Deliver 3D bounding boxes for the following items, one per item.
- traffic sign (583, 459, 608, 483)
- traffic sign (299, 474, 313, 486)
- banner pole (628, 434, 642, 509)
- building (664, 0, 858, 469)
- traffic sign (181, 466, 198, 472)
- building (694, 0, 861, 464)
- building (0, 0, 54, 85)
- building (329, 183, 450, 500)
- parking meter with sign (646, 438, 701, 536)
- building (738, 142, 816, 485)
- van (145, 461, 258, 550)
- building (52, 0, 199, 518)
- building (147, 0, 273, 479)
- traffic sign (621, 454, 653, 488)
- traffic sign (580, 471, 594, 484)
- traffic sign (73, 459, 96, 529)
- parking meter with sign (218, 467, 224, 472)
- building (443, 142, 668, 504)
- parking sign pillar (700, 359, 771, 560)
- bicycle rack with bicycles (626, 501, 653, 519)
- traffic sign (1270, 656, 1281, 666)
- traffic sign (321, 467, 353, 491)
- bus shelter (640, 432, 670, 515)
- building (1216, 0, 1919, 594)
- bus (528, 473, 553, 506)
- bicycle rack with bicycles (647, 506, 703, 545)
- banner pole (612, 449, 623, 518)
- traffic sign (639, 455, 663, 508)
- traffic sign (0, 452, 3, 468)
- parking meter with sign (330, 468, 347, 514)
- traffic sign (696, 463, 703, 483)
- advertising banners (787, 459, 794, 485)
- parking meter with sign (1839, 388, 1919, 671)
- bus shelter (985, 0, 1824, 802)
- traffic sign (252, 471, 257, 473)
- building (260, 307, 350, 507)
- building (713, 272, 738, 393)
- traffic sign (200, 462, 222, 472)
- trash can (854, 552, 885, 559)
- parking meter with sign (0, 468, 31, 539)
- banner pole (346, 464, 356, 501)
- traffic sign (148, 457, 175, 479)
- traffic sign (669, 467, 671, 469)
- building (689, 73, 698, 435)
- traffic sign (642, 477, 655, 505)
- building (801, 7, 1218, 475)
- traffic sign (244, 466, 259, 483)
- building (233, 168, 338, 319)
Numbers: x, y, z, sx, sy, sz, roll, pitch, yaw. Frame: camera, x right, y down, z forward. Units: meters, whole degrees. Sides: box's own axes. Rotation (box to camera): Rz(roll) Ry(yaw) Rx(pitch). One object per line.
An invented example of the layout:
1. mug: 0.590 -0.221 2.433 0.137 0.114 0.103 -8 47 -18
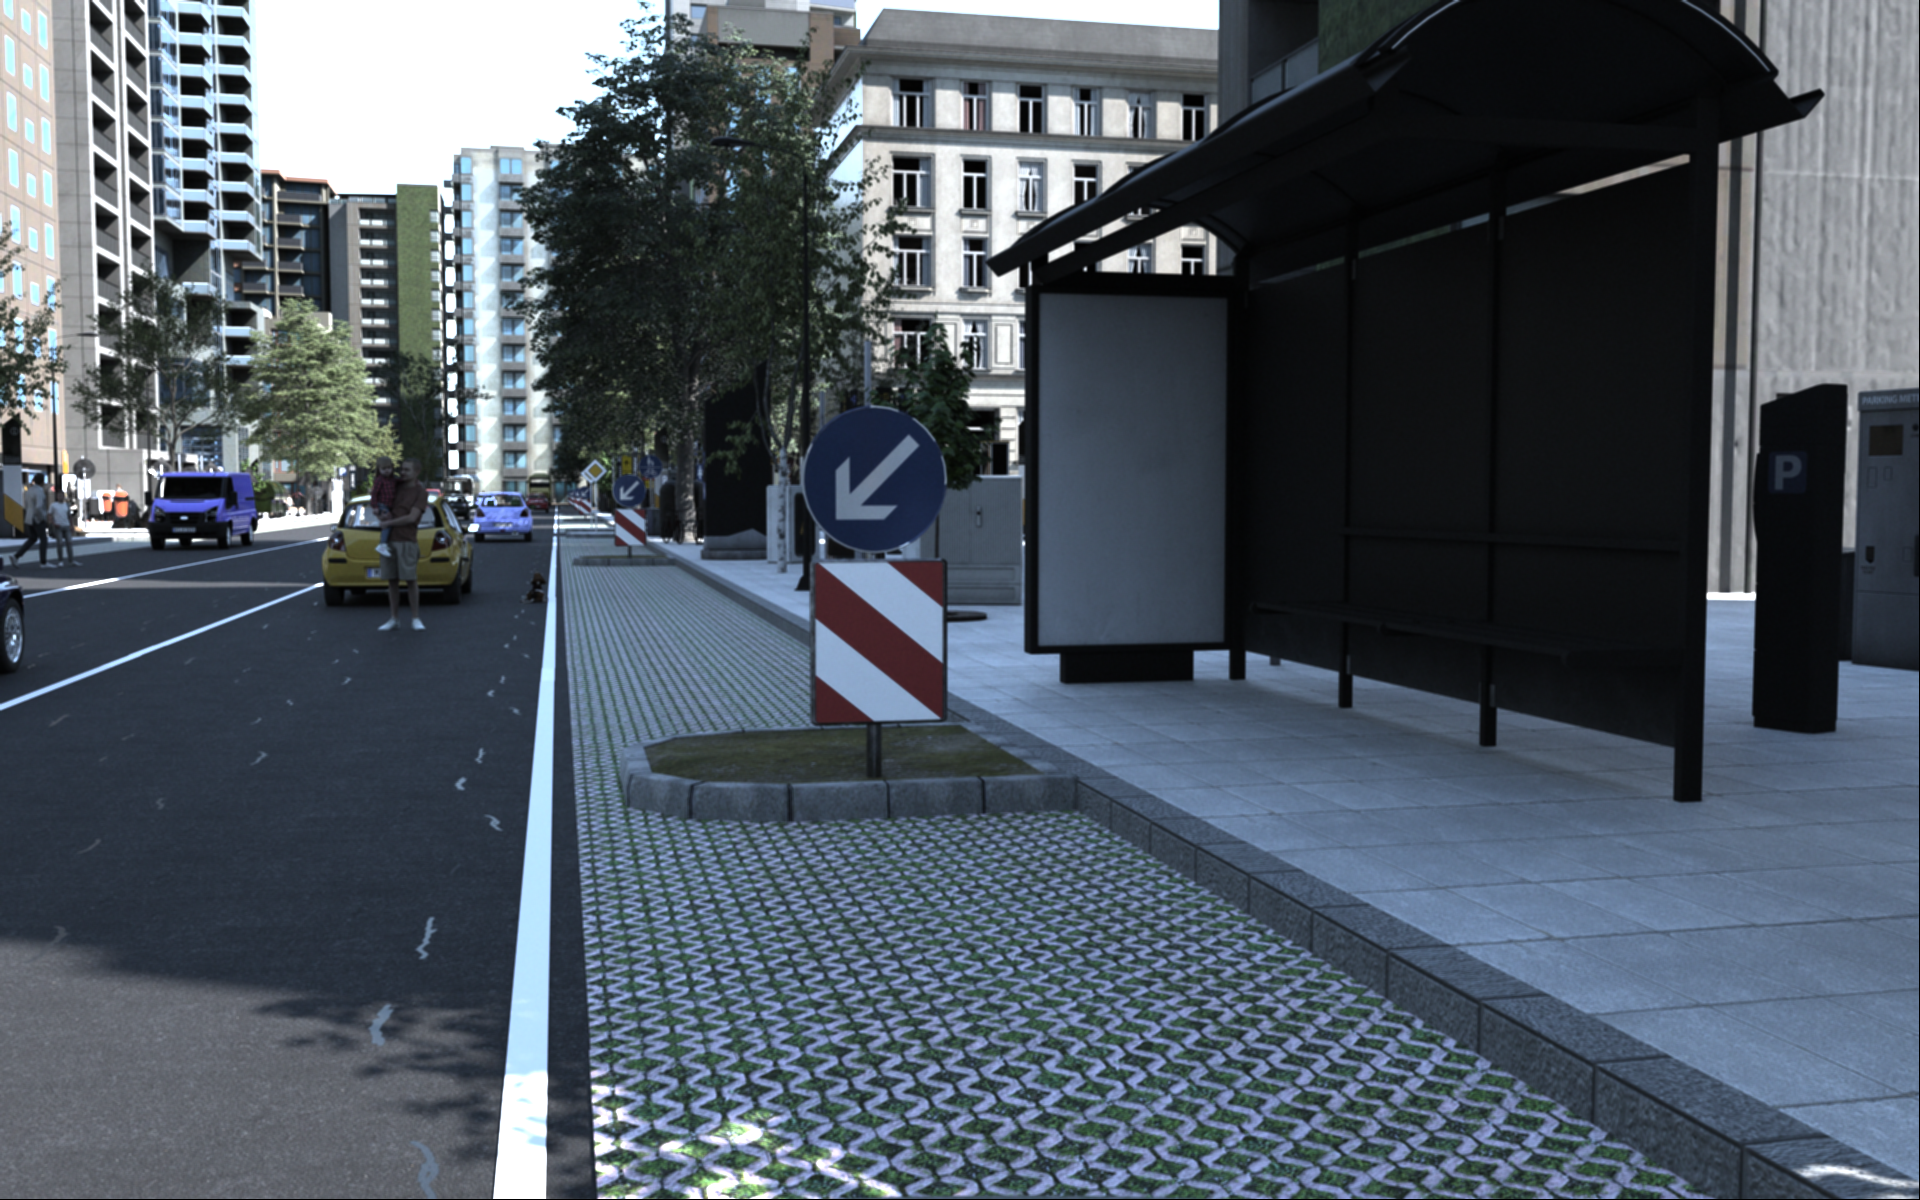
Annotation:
1. traffic sign: -11.982 -3.357 57.076 0.795 2.593 0.064 -1 4 -13
2. traffic sign: -41.171 -6.665 108.969 0.884 2.594 0.081 -1 4 -11
3. banner pole: -13.148 -4.932 70.662 0.401 3.779 0.863 2 4 26
4. building: -22.164 -39.853 193.590 21.231 58.520 28.212 -1 4 -13
5. traffic sign: -34.925 -4.799 78.565 0.768 2.556 0.104 -1 4 -8
6. building: -16.648 -31.109 158.737 14.600 45.320 14.200 -1 4 -13
7. building: -49.464 -26.064 76.260 14.600 45.320 14.200 -1 4 -13
8. building: -75.385 -33.372 229.234 14.086 41.232 14.154 -1 4 -13
9. parking meter with sign: -8.830 -3.486 53.258 0.543 3.016 1.738 3 5 43
10. building: -7.946 -17.537 116.401 12.332 23.373 15.834 -1 4 -13
11. van: -20.358 -2.584 46.625 2.240 2.365 5.245 -1 4 -13
12. building: -56.649 -40.464 99.838 20.563 71.187 20.611 -1 4 -13
13. building: -69.891 -50.788 143.056 22.319 86.520 31.000 -1 4 -13
14. traffic sign: -16.094 -5.770 88.214 2.265 3.308 0.079 -1 4 -8
15. traffic sign: -13.790 -3.833 64.854 0.795 2.593 0.064 -1 4 -13
16. traffic sign: -31.669 -3.826 62.660 0.768 2.556 0.104 0 4 -6
17. parking meter with sign: -46.626 -6.871 108.605 0.543 3.016 1.738 -1 4 -9
18. building: -54.803 -37.871 238.805 30.456 49.044 23.786 -1 4 -13
19. parking sign pillar: -4.411 -2.797 34.202 1.447 3.967 1.447 -1 4 -17
20. bicycle rack with bicycles: -15.296 -4.421 85.666 2.925 0.926 2.852 1 4 12
21. traffic sign: 2.365 -0.783 12.916 0.768 2.556 0.104 0 4 -4
22. traffic sign: -46.479 -8.279 129.228 2.265 3.308 0.079 -1 4 -11
23. bus shelter: -18.249 -7.567 101.357 2.179 5.291 8.768 -1 4 -13
24. building: 11.867 -21.103 28.637 14.154 41.232 14.086 -1 4 -13
25. bus: -49.788 -13.084 205.476 2.896 3.916 12.252 -1 4 -13
26. bicycle rack with bicycles: -6.221 -1.900 44.445 2.852 0.926 2.925 -2 4 -23
27. banner pole: -18.061 -6.306 93.116 0.863 3.779 0.401 0 4 8
28. traffic sign: -10.035 -3.433 56.229 0.768 2.556 0.104 0 4 -6
29. traffic sign: -29.118 -3.199 52.410 0.768 2.556 0.104 0 4 -5
30. parking meter with sign: -40.651 -7.154 113.227 0.543 3.016 1.738 0 4 3
31. traffic sign: -10.730 -4.409 72.197 0.768 2.556 0.104 0 4 -5
32. advertising banners: -9.294 -5.545 86.853 2.074 3.025 0.090 -2 4 -28
33. parking meter with sign: 7.047 -1.010 12.777 0.543 3.016 1.738 -1 4 -20
34. bus shelter: 1.787 -0.944 9.351 2.014 3.302 5.546 -1 4 -13
35. traffic sign: -38.283 -5.727 93.747 0.768 2.556 0.104 -1 4 -11
36. building: -81.056 -20.585 181.610 28.899 21.520 27.650 -1 4 -13
37. building: -13.330 -17.356 132.917 9.793 20.994 18.267 -1 4 -13
38. traffic sign: -26.745 -3.650 61.874 0.795 2.593 0.064 -1 4 -13
39. trash can: -1.664 -1.211 31.452 0.748 1.137 0.748 0 3 0
40. parking meter with sign: -27.626 -3.278 49.850 1.738 3.016 0.543 -1 4 -20
41. banner pole: -44.337 -8.318 126.020 0.863 3.779 0.401 -1 4 -11
42. traffic sign: -24.936 -3.175 54.096 0.795 2.593 0.064 -1 4 -13
43. traffic sign: -12.137 -4.374 71.252 0.795 2.593 0.064 0 4 -8
44. building: -19.860 -29.909 172.609 14.154 41.232 14.086 -1 4 -13
45. traffic sign: -11.723 -4.056 66.320 0.884 2.594 0.081 -1 4 -11
46. building: 7.897 -15.504 86.772 30.059 22.955 16.112 -1 4 -13
47. traffic sign: -32.957 -4.907 80.238 0.884 2.594 0.081 -1 4 -13
48. building: -97.364 -35.113 228.718 28.867 44.769 22.147 -1 4 -13
